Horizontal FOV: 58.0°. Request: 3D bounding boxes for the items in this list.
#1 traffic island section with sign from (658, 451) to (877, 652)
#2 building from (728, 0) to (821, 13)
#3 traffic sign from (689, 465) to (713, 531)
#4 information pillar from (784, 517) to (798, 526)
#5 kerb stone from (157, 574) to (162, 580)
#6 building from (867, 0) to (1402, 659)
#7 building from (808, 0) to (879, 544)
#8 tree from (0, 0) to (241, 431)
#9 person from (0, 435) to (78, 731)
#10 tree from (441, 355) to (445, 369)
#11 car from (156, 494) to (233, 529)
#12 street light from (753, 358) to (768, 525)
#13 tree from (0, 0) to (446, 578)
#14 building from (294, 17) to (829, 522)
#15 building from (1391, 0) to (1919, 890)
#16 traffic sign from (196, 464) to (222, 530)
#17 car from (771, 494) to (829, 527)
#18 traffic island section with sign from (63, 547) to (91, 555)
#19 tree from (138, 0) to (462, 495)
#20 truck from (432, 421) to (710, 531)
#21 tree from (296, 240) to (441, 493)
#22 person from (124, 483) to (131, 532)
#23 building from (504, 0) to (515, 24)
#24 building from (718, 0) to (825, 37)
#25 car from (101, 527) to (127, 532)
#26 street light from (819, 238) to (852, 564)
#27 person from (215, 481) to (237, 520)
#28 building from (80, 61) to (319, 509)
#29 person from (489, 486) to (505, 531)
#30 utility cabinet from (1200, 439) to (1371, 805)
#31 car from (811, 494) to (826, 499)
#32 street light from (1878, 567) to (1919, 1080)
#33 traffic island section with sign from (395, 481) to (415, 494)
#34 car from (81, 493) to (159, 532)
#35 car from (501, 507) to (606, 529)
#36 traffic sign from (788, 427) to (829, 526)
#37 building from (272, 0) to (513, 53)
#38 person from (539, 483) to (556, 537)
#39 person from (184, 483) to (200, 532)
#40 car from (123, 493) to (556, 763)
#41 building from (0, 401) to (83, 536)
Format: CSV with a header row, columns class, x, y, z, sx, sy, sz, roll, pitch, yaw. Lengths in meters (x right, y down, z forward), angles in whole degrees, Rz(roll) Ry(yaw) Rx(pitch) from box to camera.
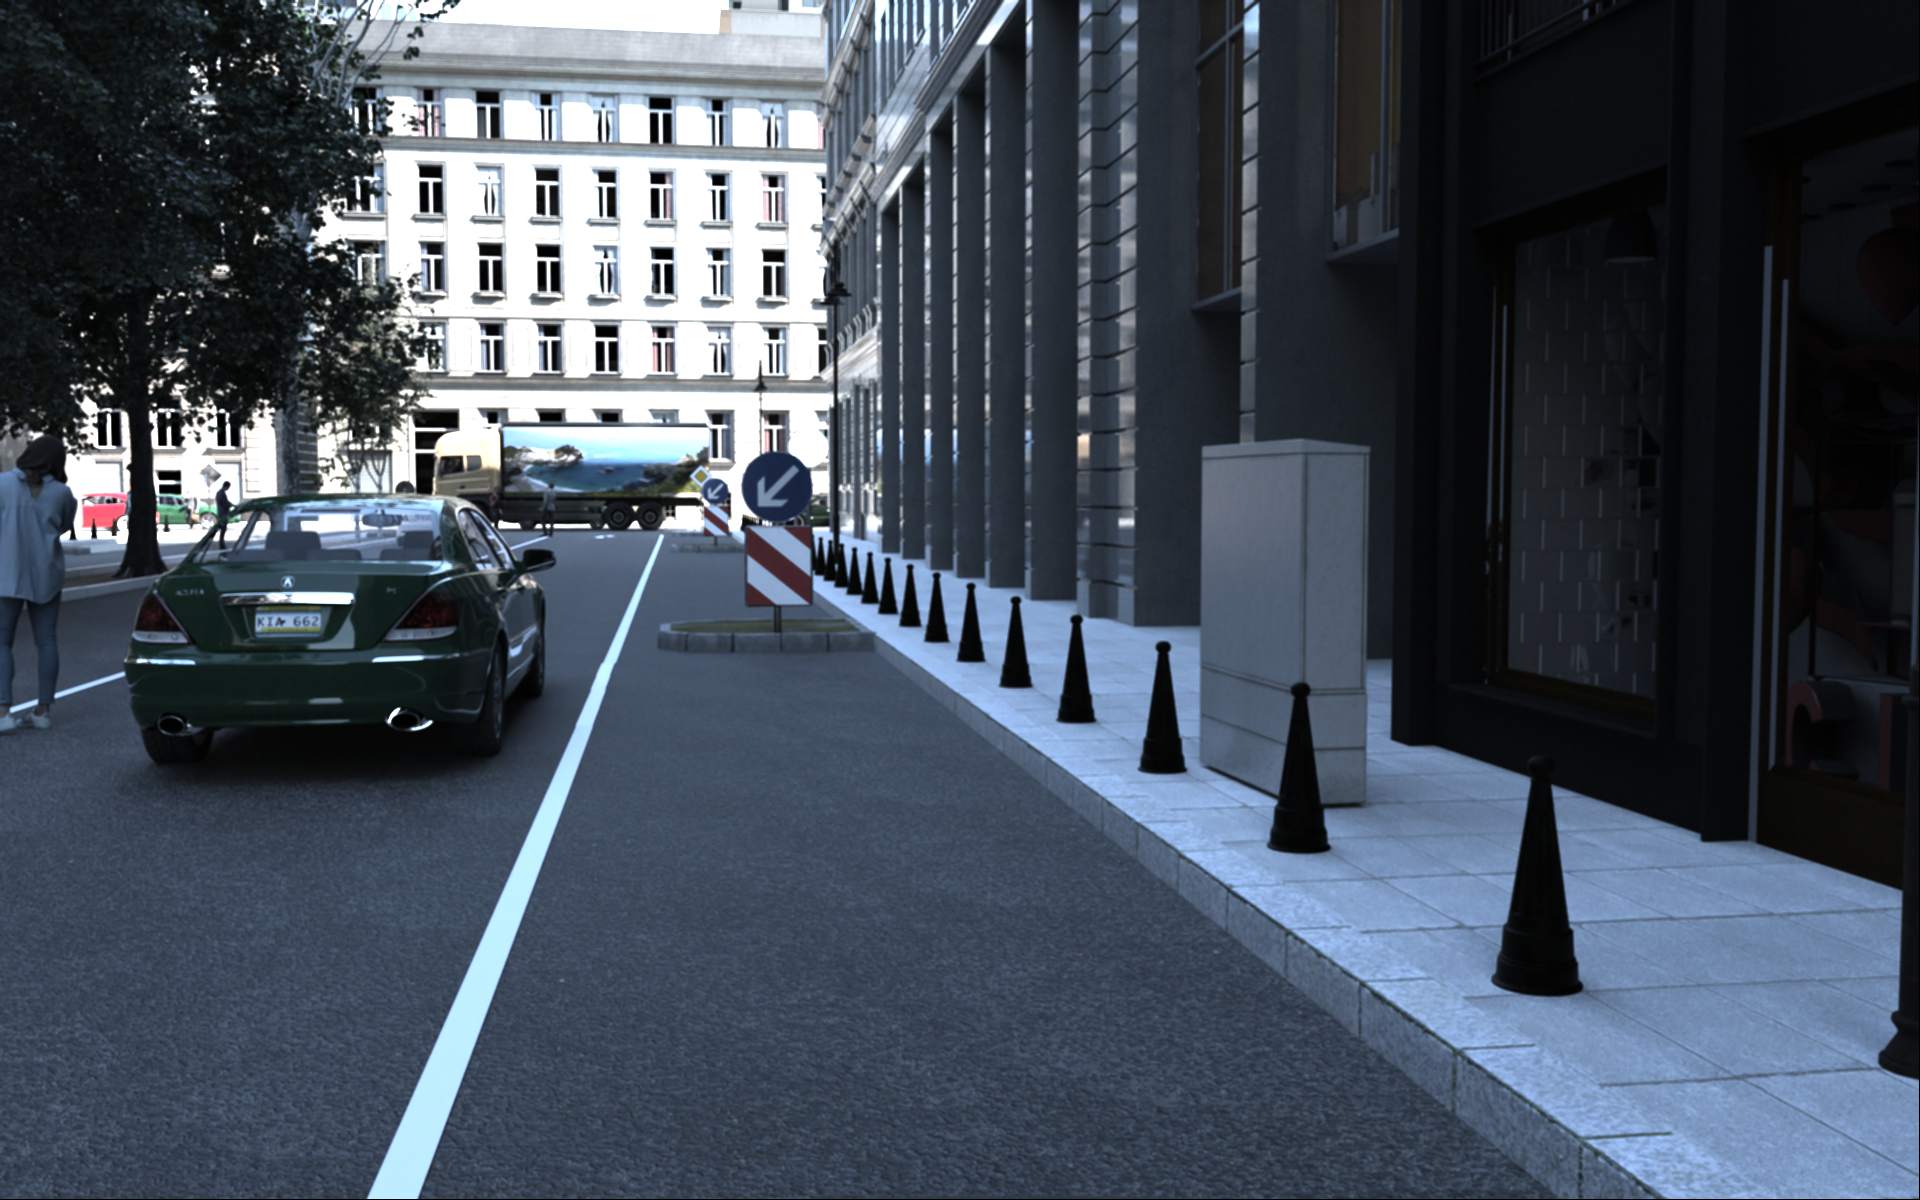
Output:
class,x,y,z,sx,sy,sz,roll,pitch,yaw
traffic island section with sign,-1.901,-0.491,16.660,1.989,1.847,2.006,-1,4,-9
building,-19.045,-46.941,205.733,20.563,71.187,20.611,-1,4,-9
traffic sign,-8.888,-3.416,59.493,0.795,2.450,0.064,-1,4,-9
information pillar,-4.155,-2.326,42.517,0.304,2.012,0.304,0,4,6
kerb stone,-12.684,-0.319,27.471,0.120,0.150,1.000,-1,4,-9
building,5.840,-15.064,23.789,11.434,29.767,29.804,-1,4,-9
building,2.056,-13.033,49.247,11.583,22.565,21.152,-1,4,-9
tree,-12.909,-6.768,19.764,9.857,13.997,8.962,0,3,0
person,-5.681,-0.107,10.518,0.793,1.790,0.793,1,4,10
tree,-18.641,-6.279,55.486,4.360,8.622,3.978,0,3,0
car,-31.971,-3.601,70.673,4.920,1.459,2.131,-1,4,-9
street light,-6.778,-5.271,58.975,0.468,5.910,1.993,-1,4,-9
tree,-14.072,-6.733,29.558,9.611,12.733,9.660,0,3,0
building,-16.302,-15.551,87.544,30.059,22.955,16.112,-1,4,-9
building,9.582,-10.510,1.515,12.332,23.373,15.834,-1,4,-9
traffic sign,-24.680,-3.261,56.961,0.795,2.450,0.064,-1,4,-9
car,-5.272,-3.539,67.656,4.222,1.686,2.009,-1,4,-10
traffic island section with sign,-21.765,-1.973,40.890,1.989,1.847,2.006,-1,4,-9
tree,-16.819,-11.124,40.222,12.611,20.169,13.585,0,3,0
truck,-15.555,-4.854,68.272,11.283,4.237,2.839,-1,4,-9
tree,-17.387,-5.933,49.817,4.360,8.622,3.978,0,3,0
person,-28.602,-3.126,59.732,0.598,1.807,0.434,2,4,33
building,-73.410,-56.825,241.765,31.000,86.520,22.319,-1,4,-9
building,-15.153,-31.151,159.436,14.600,45.320,14.200,-1,4,-9
car,-33.626,-3.286,66.082,4.827,1.381,2.083,-1,4,-11
street light,-2.264,-3.596,31.579,0.468,5.910,1.993,-1,4,-9
person,-18.528,-2.133,43.823,0.568,1.767,0.683,-3,5,-40
building,-44.134,-17.397,81.707,25.104,27.353,12.463,-1,4,-9
person,-12.504,-2.256,46.859,0.415,1.643,0.593,-2,4,-35
utility cabinet,1.404,0.067,7.577,0.318,1.500,1.173,-1,4,-12
car,-5.650,-4.125,77.232,4.222,1.686,2.009,-1,4,-9
street light,2.151,-1.890,3.687,0.468,5.910,1.993,-1,4,-9
traffic island section with sign,-18.744,-3.063,58.220,2.006,1.907,1.989,-1,4,-9
car,-31.950,-3.345,63.727,4.494,1.783,2.155,-1,4,-9
car,-16.469,-3.661,71.649,4.920,1.459,2.131,-1,4,-10
traffic sign,-2.885,-2.015,33.055,0.768,2.556,0.104,0,4,-5
building,-65.769,-40.195,199.193,28.212,58.520,21.231,-1,4,-9
person,-13.840,-3.024,58.122,0.473,1.802,0.592,3,5,41
person,-28.121,-3.361,63.421,0.622,1.834,0.822,0,4,4
car,-3.643,0.064,10.758,2.131,1.459,4.920,-1,4,-9
building,-41.499,-13.886,46.098,30.058,24.678,14.314,-1,4,-9
